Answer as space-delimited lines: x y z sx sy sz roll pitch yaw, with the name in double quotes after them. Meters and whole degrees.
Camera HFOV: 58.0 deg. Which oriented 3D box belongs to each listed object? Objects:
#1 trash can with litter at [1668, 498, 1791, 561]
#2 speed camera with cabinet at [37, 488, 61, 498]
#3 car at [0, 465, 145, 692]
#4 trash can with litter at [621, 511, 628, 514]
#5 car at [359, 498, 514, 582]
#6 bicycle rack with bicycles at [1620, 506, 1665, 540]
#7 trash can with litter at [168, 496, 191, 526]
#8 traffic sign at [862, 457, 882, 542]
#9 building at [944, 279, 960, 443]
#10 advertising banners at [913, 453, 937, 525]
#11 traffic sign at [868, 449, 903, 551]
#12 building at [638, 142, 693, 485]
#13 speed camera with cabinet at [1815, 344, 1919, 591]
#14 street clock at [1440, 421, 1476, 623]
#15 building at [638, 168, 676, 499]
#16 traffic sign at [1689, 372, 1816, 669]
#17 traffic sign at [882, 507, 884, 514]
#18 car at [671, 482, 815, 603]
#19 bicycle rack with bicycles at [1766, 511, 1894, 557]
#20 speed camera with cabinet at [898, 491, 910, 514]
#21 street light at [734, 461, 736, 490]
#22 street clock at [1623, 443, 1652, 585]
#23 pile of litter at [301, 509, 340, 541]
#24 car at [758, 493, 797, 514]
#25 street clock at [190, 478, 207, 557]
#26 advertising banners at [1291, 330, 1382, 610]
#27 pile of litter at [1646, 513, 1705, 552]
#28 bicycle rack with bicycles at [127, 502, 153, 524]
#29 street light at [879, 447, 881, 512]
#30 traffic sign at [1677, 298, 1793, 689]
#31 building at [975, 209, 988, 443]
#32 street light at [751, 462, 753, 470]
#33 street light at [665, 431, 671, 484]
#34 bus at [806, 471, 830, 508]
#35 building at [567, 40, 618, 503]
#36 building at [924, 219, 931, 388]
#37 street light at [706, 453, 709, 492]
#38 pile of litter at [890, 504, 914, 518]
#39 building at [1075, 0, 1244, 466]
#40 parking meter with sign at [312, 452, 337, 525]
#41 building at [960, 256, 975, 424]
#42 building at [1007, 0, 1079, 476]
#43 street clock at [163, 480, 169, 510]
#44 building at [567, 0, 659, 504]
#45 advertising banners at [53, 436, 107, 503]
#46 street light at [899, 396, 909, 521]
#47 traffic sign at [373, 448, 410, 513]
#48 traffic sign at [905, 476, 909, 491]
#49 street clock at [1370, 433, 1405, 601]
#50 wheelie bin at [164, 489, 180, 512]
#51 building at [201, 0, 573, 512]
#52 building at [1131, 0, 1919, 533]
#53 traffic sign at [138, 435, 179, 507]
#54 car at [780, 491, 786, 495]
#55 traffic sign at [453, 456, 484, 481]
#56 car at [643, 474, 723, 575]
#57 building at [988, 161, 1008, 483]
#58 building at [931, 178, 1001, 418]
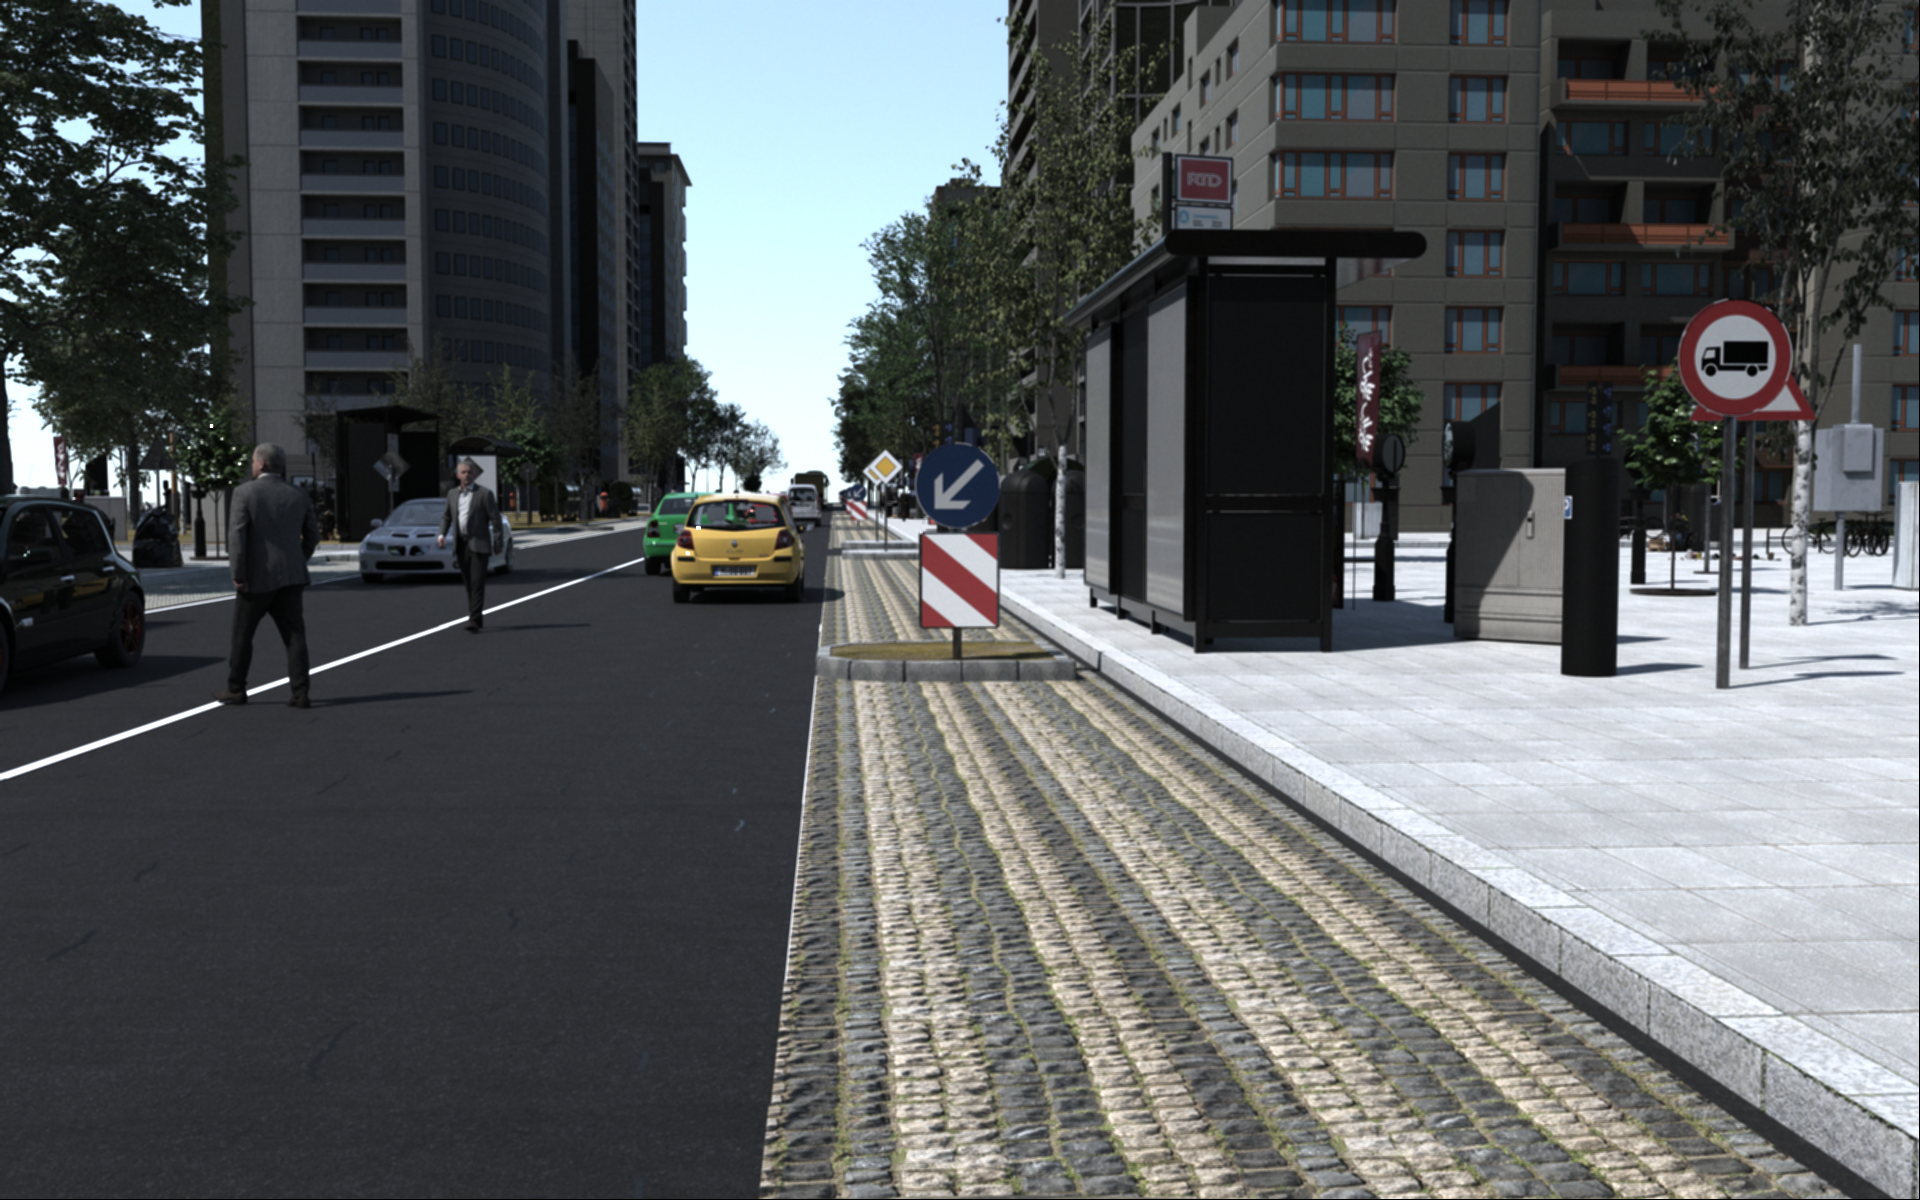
15.154 -1.397 33.891 2.233 1.210 1.678 2 4 31 "trash can with litter"
-25.442 -3.212 46.854 0.660 3.252 2.038 2 4 27 "speed camera with cabinet"
-7.582 -0.192 12.922 2.009 1.686 4.222 0 4 -5 "car"
-21.707 -6.080 110.794 1.055 1.170 0.624 0 4 -8 "trash can with litter"
-8.930 -1.068 29.828 2.083 1.381 4.827 0 4 -4 "car"
18.448 -2.228 49.816 2.925 0.926 2.852 3 4 37 "bicycle rack with bicycles"
-31.004 -3.567 69.372 2.233 1.210 1.678 -1 4 -18 "trash can with litter"
-2.235 -2.628 46.611 0.795 2.450 0.064 0 4 -4 "traffic sign"
4.774 -28.106 231.235 14.160 30.474 14.107 0 4 -4 "building"
-1.096 -4.680 72.712 2.074 3.025 0.090 2 4 31 "advertising banners"
-1.658 -2.141 38.647 0.795 2.450 0.064 0 4 -4 "traffic sign"
-55.619 -41.135 261.789 28.713 52.752 27.495 0 4 -4 "building"
12.554 -1.759 23.095 2.038 3.252 0.660 0 4 5 "speed camera with cabinet"
4.950 -0.775 17.240 0.358 2.002 0.471 0 4 3 "street clock"
-47.298 -36.148 241.127 14.600 45.320 14.200 0 4 -4 "building"
5.749 -0.772 12.626 0.884 2.594 0.081 0 4 5 "traffic sign"
-4.880 -6.704 109.721 0.768 2.556 0.104 0 4 4 "traffic sign"
-3.051 -0.861 24.294 2.015 1.641 3.980 0 4 -4 "car"
18.636 -1.417 36.558 2.925 0.926 2.852 -2 4 -28 "bicycle rack with bicycles"
-2.580 -6.550 101.422 2.038 3.252 0.660 1 4 18 "speed camera with cabinet"
-26.599 -14.213 205.163 0.468 5.910 1.993 0 4 -4 "street light"
9.656 -1.225 24.606 0.471 2.002 0.358 1 4 18 "street clock"
-17.729 -2.070 47.815 1.176 0.858 1.719 -1 4 -19 "pile of litter"
-7.542 -3.637 68.499 2.155 1.783 4.494 0 4 -6 "car"
-15.578 -1.890 35.467 0.358 2.002 0.471 -3 4 -36 "street clock"
4.193 -1.426 19.508 0.090 3.025 2.074 -1 4 -16 "advertising banners"
15.906 -1.514 38.726 1.719 0.858 1.176 1 4 12 "pile of litter"
-35.277 -3.700 73.883 2.852 0.926 2.925 0 4 6 "bicycle rack with bicycles"
-5.618 -9.060 120.916 0.468 5.910 1.993 0 4 -4 "street light"
5.031 -0.688 11.348 0.768 2.556 0.104 0 4 -3 "traffic sign"
9.364 -24.154 166.611 14.160 30.474 14.107 0 4 -4 "building"
-29.287 -16.572 243.745 0.468 5.910 1.993 0 4 -4 "street light"
-20.669 -9.163 122.608 0.468 5.910 1.993 0 4 -4 "street light"
-15.323 -11.647 181.982 2.896 3.916 12.252 0 4 -2 "bus"
-42.642 -32.112 175.146 14.600 45.320 14.200 0 4 -4 "building"
5.882 -37.469 267.235 22.147 44.769 28.867 0 4 -4 "building"
-23.431 -11.489 160.626 0.468 5.910 1.993 0 4 -4 "street light"
-3.070 -4.799 92.429 1.176 0.858 1.719 -1 4 -22 "pile of litter"
16.895 -41.050 109.420 20.563 71.187 20.611 0 4 -4 "building"
-26.189 -4.672 72.642 1.738 3.016 0.543 -1 4 -15 "parking meter with sign"
7.875 -25.023 180.833 14.160 30.474 14.107 0 4 -4 "building"
15.364 -31.238 134.450 21.300 48.544 21.600 0 4 -4 "building"
-41.378 -5.242 90.277 0.358 2.002 0.471 -2 4 -29 "street clock"
-49.864 -47.963 222.451 20.563 71.187 20.611 0 4 -4 "building"
-26.382 -3.408 51.914 2.074 3.025 0.090 1 4 22 "advertising banners"
-2.650 -6.666 81.780 0.468 5.910 1.993 0 4 -4 "street light"
-12.425 -2.095 37.890 0.795 2.450 0.064 0 4 -4 "traffic sign"
-3.601 -7.450 121.906 0.768 2.556 0.104 0 4 -4 "traffic sign"
5.096 -0.990 20.763 0.471 2.002 0.358 -3 5 -41 "street clock"
-45.385 -5.630 99.958 0.693 1.594 0.980 2 4 28 "wheelie bin"
-42.607 -36.095 132.158 21.231 58.520 28.212 0 4 -4 "building"
23.666 -13.831 71.170 28.899 21.520 27.650 0 4 -4 "building"
-17.786 -2.350 38.429 0.884 2.594 0.081 0 4 -3 "traffic sign"
-23.497 -13.741 233.343 2.281 1.827 5.304 0 4 -2 "car"
-13.003 -2.582 45.854 0.795 2.450 0.064 0 4 -4 "traffic sign"
-4.767 -1.425 32.092 1.959 1.807 4.718 0 4 -3 "car"
10.363 -23.294 152.565 14.160 30.474 14.107 0 4 -4 "building"
3.154 -36.398 245.217 14.600 45.320 14.200 0 4 -4 "building"
